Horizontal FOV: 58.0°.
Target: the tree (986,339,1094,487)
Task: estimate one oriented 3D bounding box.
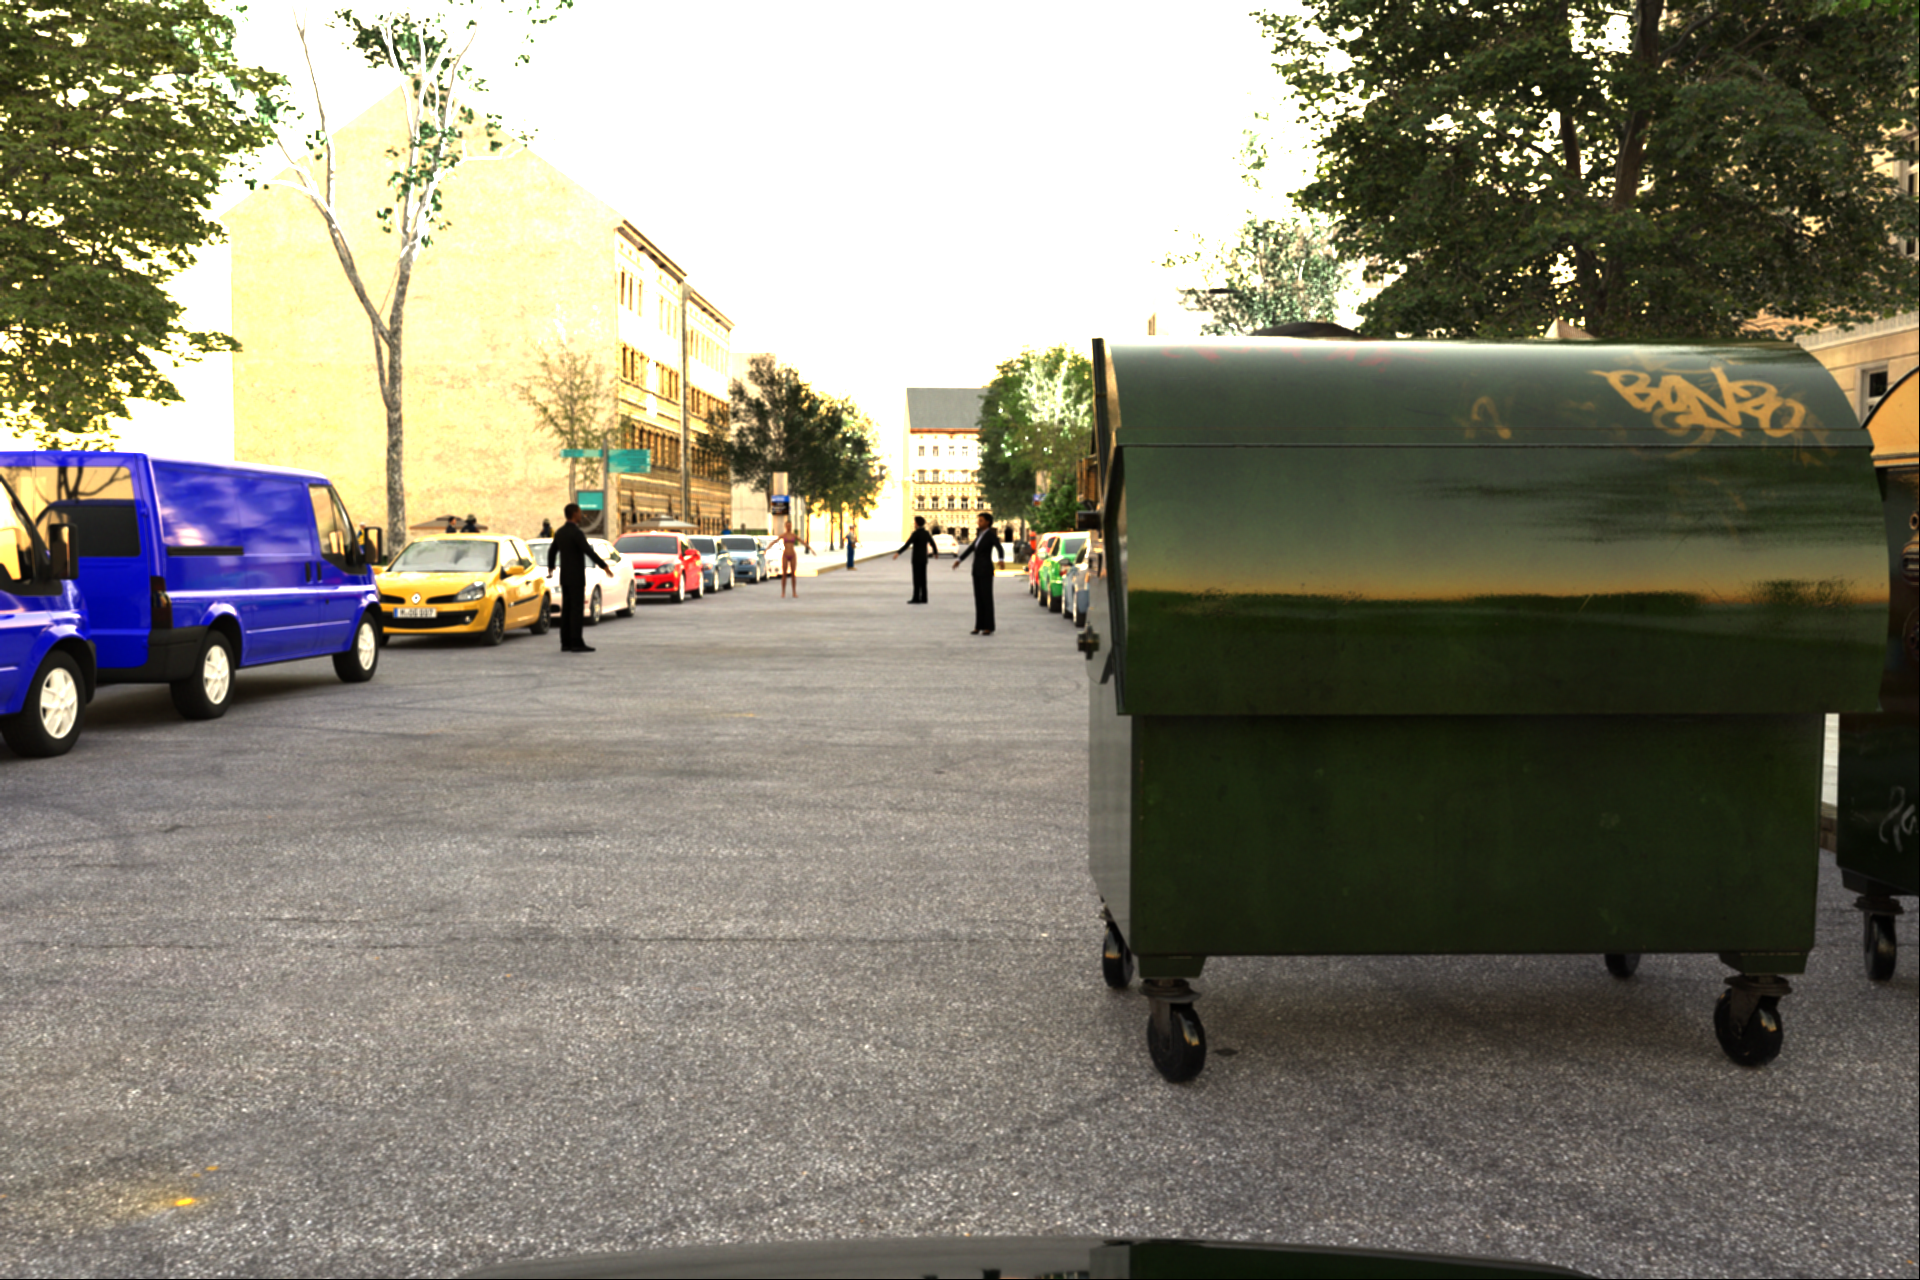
[{"bbox_3d":[5.415,-10.094,90.800,9.928,11.665,9.643,0,3,0],"label":"tree"}]

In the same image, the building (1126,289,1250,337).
[{"bbox_3d":[22.633,-16.330,133.454,16.747,18.905,31.486,0,3,0],"label":"building"}]

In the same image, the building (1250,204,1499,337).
[{"bbox_3d":[23.046,-15.271,106.093,16.016,20.090,11.380,0,4,0],"label":"building"}]

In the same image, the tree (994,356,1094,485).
[{"bbox_3d":[6.009,-10.682,100.410,9.928,11.665,9.643,0,3,0],"label":"tree"}]

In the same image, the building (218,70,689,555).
[{"bbox_3d":[-25.538,-15.952,91.747,19.493,23.208,18.063,0,4,1],"label":"building"}]

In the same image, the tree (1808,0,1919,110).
[{"bbox_3d":[9.222,-5.198,10.739,9.928,11.665,9.643,0,3,0],"label":"tree"}]

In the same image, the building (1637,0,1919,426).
[{"bbox_3d":[25.389,-15.455,38.594,13.634,28.700,20.117,0,4,0],"label":"building"}]

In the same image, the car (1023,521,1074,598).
[{"bbox_3d":[2.558,-1.921,40.454,2.155,1.783,4.494,0,4,0],"label":"car"}]

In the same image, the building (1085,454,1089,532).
[{"bbox_3d":[23.502,-20.209,196.866,16.747,18.905,31.486,0,4,0],"label":"building"}]

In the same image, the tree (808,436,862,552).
[{"bbox_3d":[-9.337,-10.613,123.878,4.737,8.622,4.395,0,3,0],"label":"tree"}]

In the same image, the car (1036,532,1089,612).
[{"bbox_3d":[2.473,-1.484,33.061,1.959,1.807,4.718,0,4,-1],"label":"car"}]

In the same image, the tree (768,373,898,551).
[{"bbox_3d":[-9.764,-13.565,132.159,12.009,13.543,11.850,0,3,0],"label":"tree"}]

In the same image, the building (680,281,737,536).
[{"bbox_3d":[-25.889,-17.429,115.901,19.493,23.208,18.063,0,4,1],"label":"building"}]

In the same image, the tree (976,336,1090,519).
[{"bbox_3d":[5.626,-12.462,110.411,9.857,13.997,8.962,0,3,0],"label":"tree"}]

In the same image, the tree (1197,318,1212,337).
[{"bbox_3d":[9.058,-6.698,59.869,4.737,8.622,4.395,0,3,0],"label":"tree"}]

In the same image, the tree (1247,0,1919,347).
[{"bbox_3d":[8.766,-7.141,23.410,9.857,13.997,8.962,0,3,0],"label":"tree"}]

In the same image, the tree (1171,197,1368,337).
[{"bbox_3d":[8.670,-7.001,48.879,7.601,10.594,8.767,-1,4,-20],"label":"tree"}]

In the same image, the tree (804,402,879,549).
[{"bbox_3d":[-10.382,-13.928,145.857,7.486,12.596,7.792,0,3,0],"label":"tree"}]

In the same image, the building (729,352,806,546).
[{"bbox_3d":[-26.212,-19.413,183.862,16.747,18.905,31.486,0,3,0],"label":"building"}]

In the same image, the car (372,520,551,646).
[{"bbox_3d":[-6.748,-0.804,23.365,2.015,1.641,3.980,0,4,0],"label":"car"}]

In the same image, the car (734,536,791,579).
[{"bbox_3d":[-6.486,-2.711,56.692,2.083,1.381,4.827,0,3,0],"label":"car"}]

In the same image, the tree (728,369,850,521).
[{"bbox_3d":[-9.970,-9.991,97.759,8.767,10.594,7.601,3,4,37],"label":"tree"}]

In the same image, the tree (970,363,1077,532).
[{"bbox_3d":[5.257,-13.299,124.090,9.857,13.997,8.962,0,3,0],"label":"tree"}]

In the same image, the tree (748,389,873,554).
[{"bbox_3d":[-9.857,-10.802,111.028,8.767,10.594,7.601,0,4,-5],"label":"tree"}]

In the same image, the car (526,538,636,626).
[{"bbox_3d":[-6.594,-0.994,28.620,2.083,1.381,4.827,0,4,1],"label":"car"}]

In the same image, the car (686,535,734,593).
[{"bbox_3d":[-6.754,-1.927,43.506,2.014,1.417,4.499,0,4,1],"label":"car"}]

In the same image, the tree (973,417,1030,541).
[{"bbox_3d":[5.869,-15.529,160.553,9.857,13.997,8.962,0,3,0],"label":"tree"}]

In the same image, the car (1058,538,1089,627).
[{"bbox_3d":[2.619,-0.975,27.942,2.014,1.417,4.499,0,4,0],"label":"car"}]

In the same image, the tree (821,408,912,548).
[{"bbox_3d":[-9.972,-15.374,161.733,12.009,13.543,11.850,0,3,0],"label":"tree"}]

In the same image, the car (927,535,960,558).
[{"bbox_3d":[-1.037,-5.711,105.741,2.083,1.381,4.827,0,4,0],"label":"car"}]

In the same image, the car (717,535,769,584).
[{"bbox_3d":[-6.697,-2.415,51.493,2.014,1.417,4.499,0,4,0],"label":"car"}]

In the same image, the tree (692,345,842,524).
[{"bbox_3d":[-9.650,-9.284,86.201,8.767,10.594,7.601,1,4,15],"label":"tree"}]

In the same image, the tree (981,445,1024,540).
[{"bbox_3d":[5.273,-13.703,149.800,9.928,11.665,9.643,0,3,0],"label":"tree"}]

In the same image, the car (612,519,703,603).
[{"bbox_3d":[-6.630,-1.717,37.116,2.155,1.783,4.494,0,4,0],"label":"car"}]

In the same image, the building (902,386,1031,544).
[{"bbox_3d":[0.940,-25.893,256.743,18.063,23.208,19.493,0,4,-5],"label":"building"}]
